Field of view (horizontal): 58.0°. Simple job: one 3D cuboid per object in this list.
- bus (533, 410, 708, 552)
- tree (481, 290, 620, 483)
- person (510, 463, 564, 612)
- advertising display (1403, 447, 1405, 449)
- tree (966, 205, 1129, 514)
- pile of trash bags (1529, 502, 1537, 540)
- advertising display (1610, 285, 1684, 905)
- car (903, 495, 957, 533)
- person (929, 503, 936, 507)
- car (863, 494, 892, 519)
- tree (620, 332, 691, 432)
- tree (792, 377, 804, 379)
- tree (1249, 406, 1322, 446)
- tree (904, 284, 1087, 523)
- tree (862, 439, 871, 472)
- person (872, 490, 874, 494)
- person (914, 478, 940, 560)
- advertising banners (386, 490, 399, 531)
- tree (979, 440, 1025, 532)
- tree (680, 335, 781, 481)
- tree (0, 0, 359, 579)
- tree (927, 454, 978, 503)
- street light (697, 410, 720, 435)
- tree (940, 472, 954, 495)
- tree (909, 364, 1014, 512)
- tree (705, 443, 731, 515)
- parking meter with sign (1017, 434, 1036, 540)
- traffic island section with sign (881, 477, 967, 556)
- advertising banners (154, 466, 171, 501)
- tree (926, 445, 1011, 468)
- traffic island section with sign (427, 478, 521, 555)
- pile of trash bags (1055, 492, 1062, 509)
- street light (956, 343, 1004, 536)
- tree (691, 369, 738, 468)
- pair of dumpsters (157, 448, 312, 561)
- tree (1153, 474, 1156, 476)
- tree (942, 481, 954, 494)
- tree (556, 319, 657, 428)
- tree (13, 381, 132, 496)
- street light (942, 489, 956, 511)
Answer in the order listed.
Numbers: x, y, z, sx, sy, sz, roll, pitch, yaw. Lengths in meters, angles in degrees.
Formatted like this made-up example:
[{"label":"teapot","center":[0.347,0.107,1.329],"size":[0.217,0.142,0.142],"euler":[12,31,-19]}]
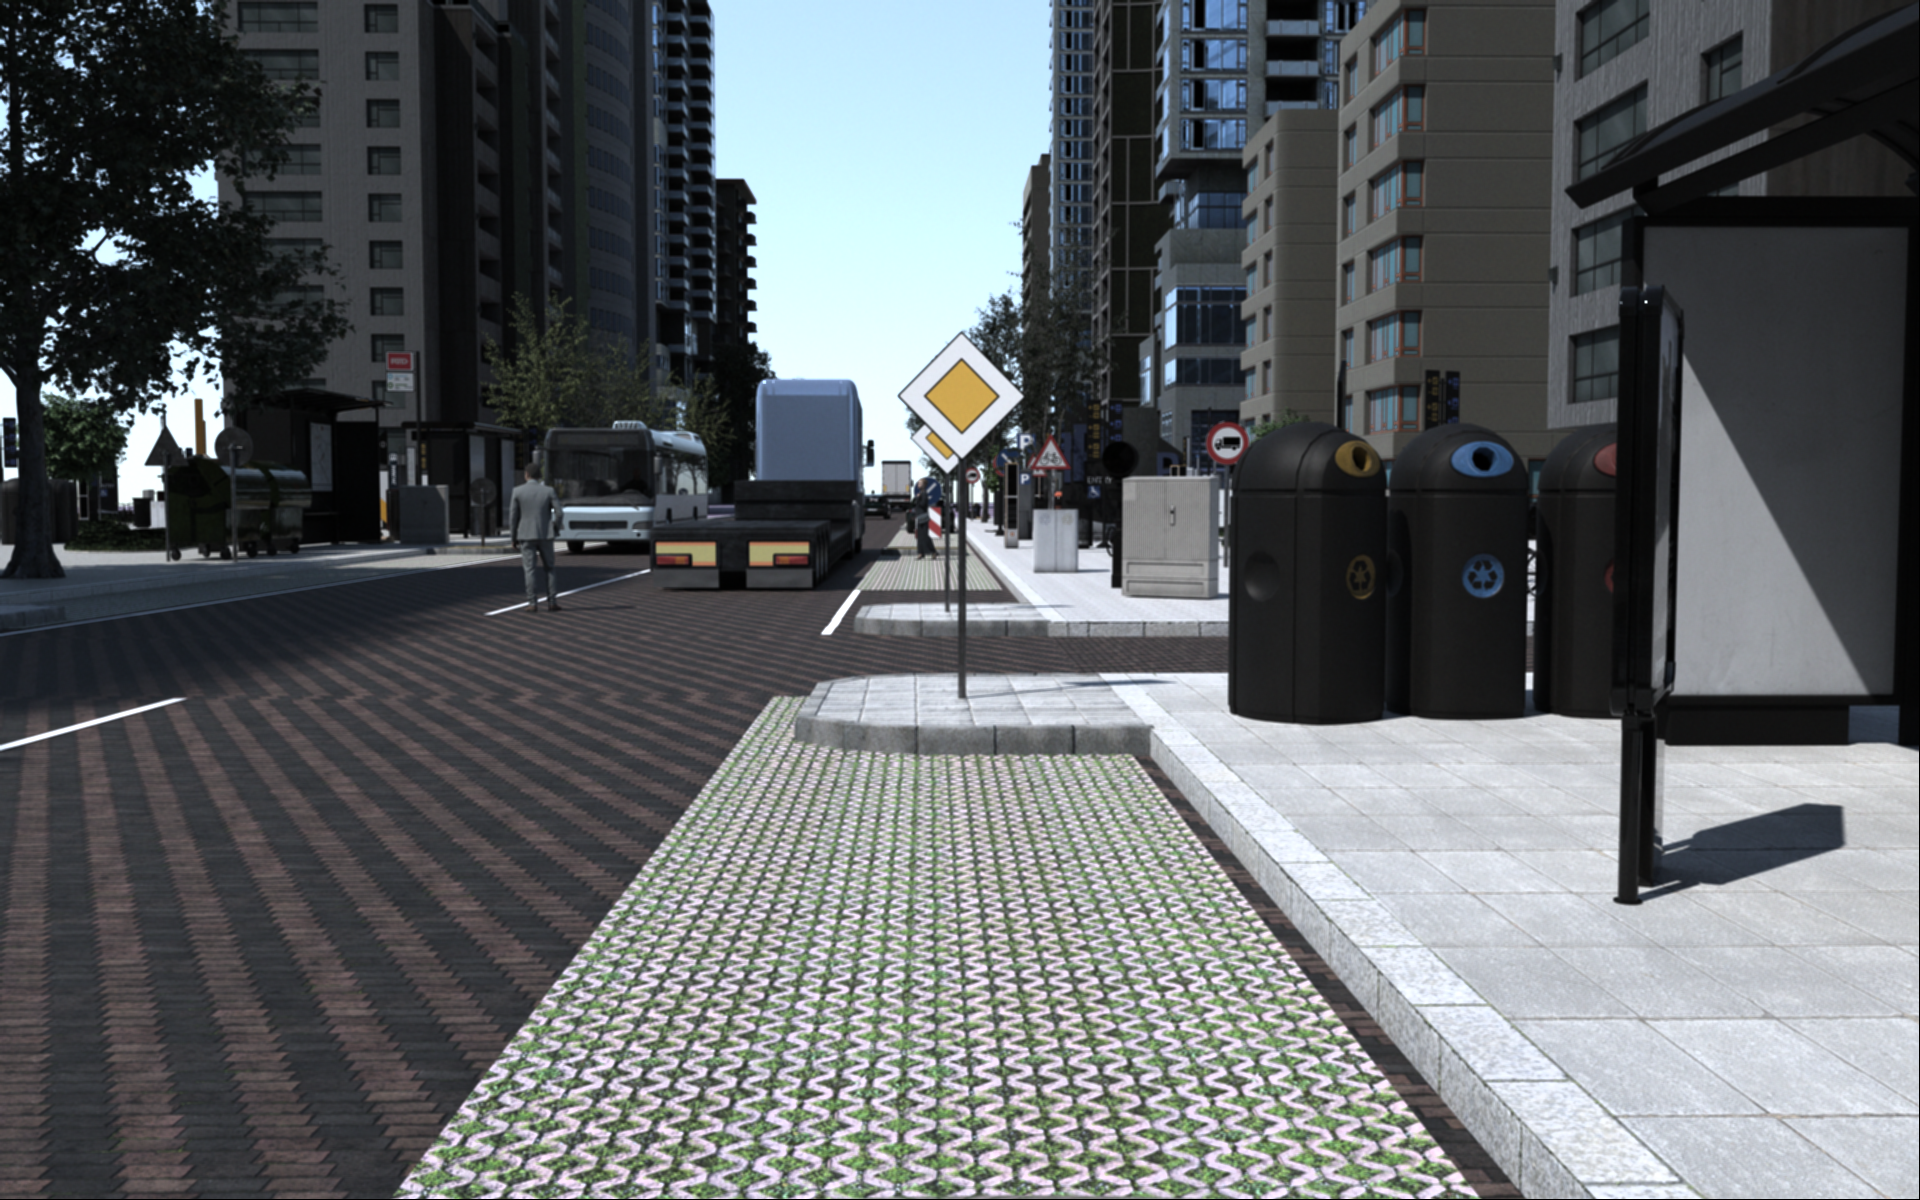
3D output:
[{"label":"bus","center":[-8.669,-3.129,46.012],"size":[2.948,3.499,13.247],"euler":[0,4,-2]},{"label":"tree","center":[-14.852,-6.813,61.752],"size":[4.737,8.622,4.395],"euler":[0,3,0]},{"label":"person","center":[-5.157,-0.765,21.108],"size":[0.635,1.810,0.391],"euler":[-2,4,-24]},{"label":"advertising display","center":[6.280,-1.165,24.264],"size":[0.123,1.923,0.974],"euler":[1,4,18]},{"label":"tree","center":[2.373,-5.780,44.873],"size":[4.360,8.622,3.978],"euler":[0,3,0]},{"label":"pile of trash bags","center":[15.063,-2.369,48.493],"size":[3.447,1.369,1.912],"euler":[0,4,4]},{"label":"advertising display","center":[2.287,-0.034,5.764],"size":[0.123,1.923,0.974],"euler":[2,4,26]},{"label":"car","center":[-1.107,-3.314,63.966],"size":[2.009,1.686,4.222],"euler":[0,4,-2]},{"label":"person","center":[-1.005,-2.601,53.629],"size":[0.523,1.515,0.503],"euler":[-1,4,-21]},{"label":"car","center":[-4.904,-5.474,99.291],"size":[2.009,1.686,4.222],"euler":[0,4,1]},{"label":"tree","center":[-15.130,-7.914,79.753],"size":[4.737,8.622,4.395],"euler":[0,3,0]},{"label":"tree","center":[-16.406,-17.123,186.609],"size":[9.857,13.997,8.962],"euler":[0,3,0]},{"label":"tree","center":[12.286,-4.954,64.715],"size":[4.285,4.588,4.351],"euler":[0,3,0]},{"label":"tree","center":[1.355,-8.740,77.318],"size":[7.601,10.594,8.767],"euler":[3,4,38]},{"label":"tree","center":[-17.717,-20.911,252.257],"size":[12.009,13.543,11.850],"euler":[0,3,0]},{"label":"person","center":[-6.507,-7.385,129.963],"size":[1.217,1.735,0.721],"euler":[0,4,6]},{"label":"person","center":[-0.757,-1.748,37.509],"size":[0.534,1.772,0.576],"euler":[-2,4,-24]},{"label":"advertising banners","center":[-19.842,-3.945,60.695],"size":[2.074,3.025,0.090],"euler":[0,4,1]},{"label":"tree","center":[1.342,-3.918,58.667],"size":[1.663,3.219,1.824],"euler":[0,3,0]},{"label":"tree","center":[-15.802,-12.738,125.267],"size":[9.611,12.733,9.660],"euler":[0,3,0]},{"label":"tree","center":[-14.275,-6.689,26.368],"size":[9.611,12.733,9.660],"euler":[0,3,0]},{"label":"tree","center":[-0.705,-19.518,237.239],"size":[7.486,12.596,7.792],"euler":[0,3,0]},{"label":"street light","center":[-13.953,-7.529,95.633],"size":[1.470,5.913,1.316],"euler":[0,4,-1]},{"label":"tree","center":[0.950,-8.368,87.185],"size":[4.360,8.622,3.978],"euler":[0,3,0]},{"label":"tree","center":[0.227,-12.134,124.146],"size":[9.928,11.665,9.643],"euler":[0,3,0]},{"label":"tree","center":[-15.898,-7.680,109.289],"size":[4.285,4.588,4.351],"euler":[0,3,0]},{"label":"parking meter with sign","center":[1.841,-3.242,49.270],"size":[0.543,3.016,1.738],"euler":[0,4,5]},{"label":"traffic island section with sign","center":[-0.859,-1.969,40.825],"size":[1.989,1.847,2.006],"euler":[0,4,-1]},{"label":"advertising banners","center":[-41.999,-5.795,90.934],"size":[0.090,3.025,2.074],"euler":[1,4,18]},{"label":"tree","center":[0.185,-16.649,182.573],"size":[12.009,13.543,11.850],"euler":[0,3,0]},{"label":"traffic island section with sign","center":[-11.539,-2.015,41.574],"size":[1.989,1.847,2.006],"euler":[0,4,-1]},{"label":"pile of trash bags","center":[4.634,-3.593,68.502],"size":[1.912,1.369,3.447],"euler":[2,4,30]},{"label":"street light","center":[0.699,-4.928,53.107],"size":[1.470,5.913,1.316],"euler":[0,4,-1]},{"label":"tree","center":[-15.519,-9.292,102.287],"size":[4.737,8.622,4.395],"euler":[0,3,0]},{"label":"pair of dumpsters","center":[-14.735,-2.007,35.316],"size":[1.574,2.255,4.437],"euler":[0,4,-1]},{"label":"tree","center":[10.883,-5.903,91.118],"size":[1.663,3.219,1.824],"euler":[0,3,0]},{"label":"tree","center":[-1.885,-14.127,225.574],"size":[1.663,3.219,1.824],"euler":[0,3,0]},{"label":"tree","center":[-15.134,-7.498,72.951],"size":[4.360,8.622,3.978],"euler":[0,3,0]},{"label":"tree","center":[-25.393,-4.027,49.549],"size":[4.285,4.588,4.351],"euler":[0,3,0]},{"label":"street light","center":[-0.092,-7.372,93.076],"size":[1.470,5.913,1.316],"euler":[0,4,-1]}]
